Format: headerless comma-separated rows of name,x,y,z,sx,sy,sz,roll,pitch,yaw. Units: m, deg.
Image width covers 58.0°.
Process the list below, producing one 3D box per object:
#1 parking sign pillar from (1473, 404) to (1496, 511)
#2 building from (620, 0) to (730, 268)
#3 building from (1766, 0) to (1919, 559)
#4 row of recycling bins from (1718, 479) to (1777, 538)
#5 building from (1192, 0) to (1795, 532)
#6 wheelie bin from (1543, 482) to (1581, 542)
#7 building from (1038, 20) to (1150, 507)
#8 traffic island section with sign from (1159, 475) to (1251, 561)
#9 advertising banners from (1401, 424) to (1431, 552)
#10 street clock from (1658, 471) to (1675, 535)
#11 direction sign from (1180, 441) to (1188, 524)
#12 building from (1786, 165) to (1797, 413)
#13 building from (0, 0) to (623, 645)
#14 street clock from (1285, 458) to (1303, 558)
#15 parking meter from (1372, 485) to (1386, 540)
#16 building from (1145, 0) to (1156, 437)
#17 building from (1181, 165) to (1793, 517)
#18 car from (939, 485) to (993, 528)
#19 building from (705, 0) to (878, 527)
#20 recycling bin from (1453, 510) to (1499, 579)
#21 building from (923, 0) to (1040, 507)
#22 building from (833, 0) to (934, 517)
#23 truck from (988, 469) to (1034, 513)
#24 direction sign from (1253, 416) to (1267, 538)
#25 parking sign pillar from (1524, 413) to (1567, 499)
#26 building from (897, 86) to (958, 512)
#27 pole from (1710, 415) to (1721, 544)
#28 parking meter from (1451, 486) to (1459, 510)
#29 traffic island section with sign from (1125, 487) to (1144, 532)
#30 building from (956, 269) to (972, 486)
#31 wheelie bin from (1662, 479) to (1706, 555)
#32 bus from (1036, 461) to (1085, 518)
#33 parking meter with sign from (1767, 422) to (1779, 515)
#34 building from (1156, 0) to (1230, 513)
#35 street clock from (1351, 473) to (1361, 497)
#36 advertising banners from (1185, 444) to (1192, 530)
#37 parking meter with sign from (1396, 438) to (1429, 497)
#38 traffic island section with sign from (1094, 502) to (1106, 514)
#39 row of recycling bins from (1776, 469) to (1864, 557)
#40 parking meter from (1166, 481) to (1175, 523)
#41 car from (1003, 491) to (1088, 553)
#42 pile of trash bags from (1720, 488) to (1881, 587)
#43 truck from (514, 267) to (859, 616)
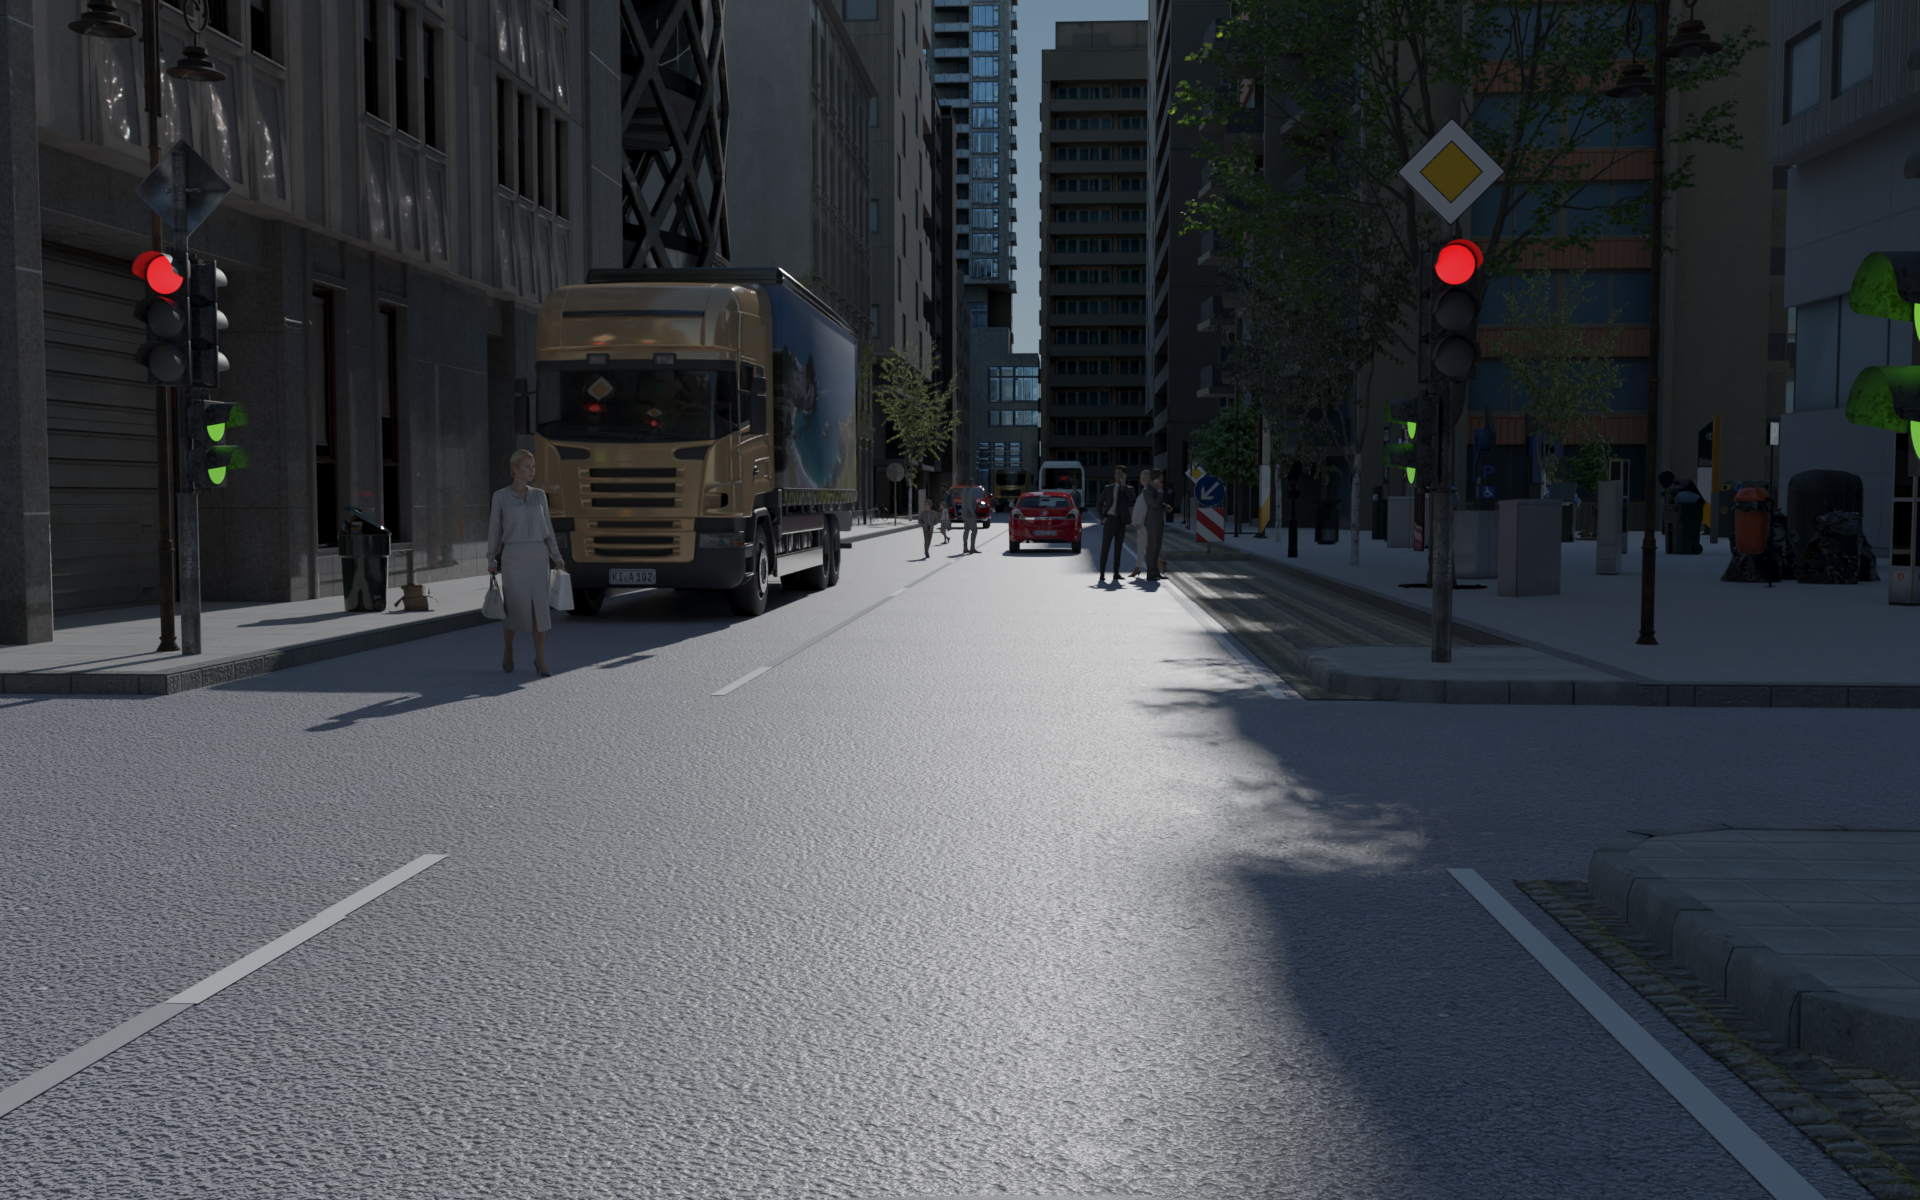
parking sign pillar,15.464,-3.825,51.013,1.447,3.967,1.447,1,4,8
building,-14.507,-10.750,43.210,16.820,18.784,16.811,0,4,4
building,30.156,-26.570,23.666,27.495,52.752,28.713,0,4,4
row of recycling bins,22.926,-2.618,49.923,1.069,1.692,3.534,0,4,0
building,21.553,-25.532,72.068,22.147,44.769,28.867,0,4,4
wheelie bin,16.061,-2.342,46.202,0.980,1.594,0.693,2,4,29
building,19.186,-34.131,181.739,21.600,48.544,21.300,0,4,4
traffic island section with sign,5.279,-1.784,37.789,1.989,1.847,2.006,0,4,4
advertising banners,10.307,-2.604,38.769,0.090,3.025,2.074,-1,4,-10
street clock,22.178,-3.048,54.413,0.471,2.002,0.358,1,4,12
direction sign,9.682,-5.052,74.600,0.379,3.537,0.876,1,4,20
building,75.125,-34.248,179.559,30.456,49.044,23.786,0,4,4
building,-13.275,-12.612,24.232,12.078,24.808,19.932,0,4,4
street clock,6.737,-1.861,35.000,0.358,2.002,0.471,1,4,17
parking meter,11.800,-2.470,48.800,0.372,1.533,0.369,0,3,0
building,29.930,-34.146,147.532,28.713,52.752,27.495,0,4,4
building,29.556,-24.969,100.129,32.217,40.220,23.993,0,4,4
car,0.284,-3.988,73.871,2.281,1.827,5.304,0,4,2
building,-8.998,-13.307,66.718,9.793,20.994,18.267,0,4,4
recycling bin,7.746,-0.850,26.457,0.722,1.027,0.722,3,5,44
building,-6.999,-53.245,183.223,31.000,86.520,22.319,0,4,4
building,-15.926,-31.401,102.643,28.713,52.752,27.495,0,4,4
truck,4.025,-8.432,133.783,3.469,3.379,9.791,0,4,3
direction sign,8.827,-3.606,50.963,0.379,3.537,0.876,-1,4,-12
parking sign pillar,19.442,-4.224,57.534,1.447,3.967,1.447,0,4,-8
building,-7.673,-21.523,123.601,14.160,30.474,14.107,0,4,4
pole,19.531,-3.115,44.774,0.158,3.312,0.155,0,3,0
parking meter,15.516,-2.822,54.547,0.372,1.533,0.369,0,3,0
traffic island section with sign,7.040,-3.463,65.251,1.989,1.847,2.006,0,4,4
building,-14.162,-18.721,151.120,28.899,21.520,27.650,0,4,4
wheelie bin,15.380,-1.769,36.828,0.693,1.594,0.980,-1,4,-13
bus,6.004,-6.666,103.842,2.948,3.499,13.247,0,4,2
parking meter with sign,20.379,-2.777,41.669,1.738,3.016,0.543,3,5,44
building,25.089,-30.564,123.418,21.300,48.544,21.600,0,4,4
street clock,12.693,-3.119,55.566,0.358,2.002,0.471,2,4,25
advertising banners,8.150,-4.004,61.650,0.090,3.025,2.074,0,4,3
parking meter with sign,14.281,-3.525,53.896,1.738,3.016,0.543,-3,5,-42
traffic island section with sign,11.973,-8.170,142.210,1.989,1.847,2.006,0,4,4
row of recycling bins,15.029,-1.399,29.987,1.069,1.692,3.534,2,4,33
parking meter,9.491,-4.430,78.148,0.399,1.863,0.255,0,4,4
car,2.151,-2.110,43.535,2.155,1.783,4.494,0,4,3
pile of trash bags,11.957,-0.935,25.037,1.912,1.369,3.447,3,5,43
truck,-3.276,-2.132,23.770,2.839,4.237,11.283,0,4,3
